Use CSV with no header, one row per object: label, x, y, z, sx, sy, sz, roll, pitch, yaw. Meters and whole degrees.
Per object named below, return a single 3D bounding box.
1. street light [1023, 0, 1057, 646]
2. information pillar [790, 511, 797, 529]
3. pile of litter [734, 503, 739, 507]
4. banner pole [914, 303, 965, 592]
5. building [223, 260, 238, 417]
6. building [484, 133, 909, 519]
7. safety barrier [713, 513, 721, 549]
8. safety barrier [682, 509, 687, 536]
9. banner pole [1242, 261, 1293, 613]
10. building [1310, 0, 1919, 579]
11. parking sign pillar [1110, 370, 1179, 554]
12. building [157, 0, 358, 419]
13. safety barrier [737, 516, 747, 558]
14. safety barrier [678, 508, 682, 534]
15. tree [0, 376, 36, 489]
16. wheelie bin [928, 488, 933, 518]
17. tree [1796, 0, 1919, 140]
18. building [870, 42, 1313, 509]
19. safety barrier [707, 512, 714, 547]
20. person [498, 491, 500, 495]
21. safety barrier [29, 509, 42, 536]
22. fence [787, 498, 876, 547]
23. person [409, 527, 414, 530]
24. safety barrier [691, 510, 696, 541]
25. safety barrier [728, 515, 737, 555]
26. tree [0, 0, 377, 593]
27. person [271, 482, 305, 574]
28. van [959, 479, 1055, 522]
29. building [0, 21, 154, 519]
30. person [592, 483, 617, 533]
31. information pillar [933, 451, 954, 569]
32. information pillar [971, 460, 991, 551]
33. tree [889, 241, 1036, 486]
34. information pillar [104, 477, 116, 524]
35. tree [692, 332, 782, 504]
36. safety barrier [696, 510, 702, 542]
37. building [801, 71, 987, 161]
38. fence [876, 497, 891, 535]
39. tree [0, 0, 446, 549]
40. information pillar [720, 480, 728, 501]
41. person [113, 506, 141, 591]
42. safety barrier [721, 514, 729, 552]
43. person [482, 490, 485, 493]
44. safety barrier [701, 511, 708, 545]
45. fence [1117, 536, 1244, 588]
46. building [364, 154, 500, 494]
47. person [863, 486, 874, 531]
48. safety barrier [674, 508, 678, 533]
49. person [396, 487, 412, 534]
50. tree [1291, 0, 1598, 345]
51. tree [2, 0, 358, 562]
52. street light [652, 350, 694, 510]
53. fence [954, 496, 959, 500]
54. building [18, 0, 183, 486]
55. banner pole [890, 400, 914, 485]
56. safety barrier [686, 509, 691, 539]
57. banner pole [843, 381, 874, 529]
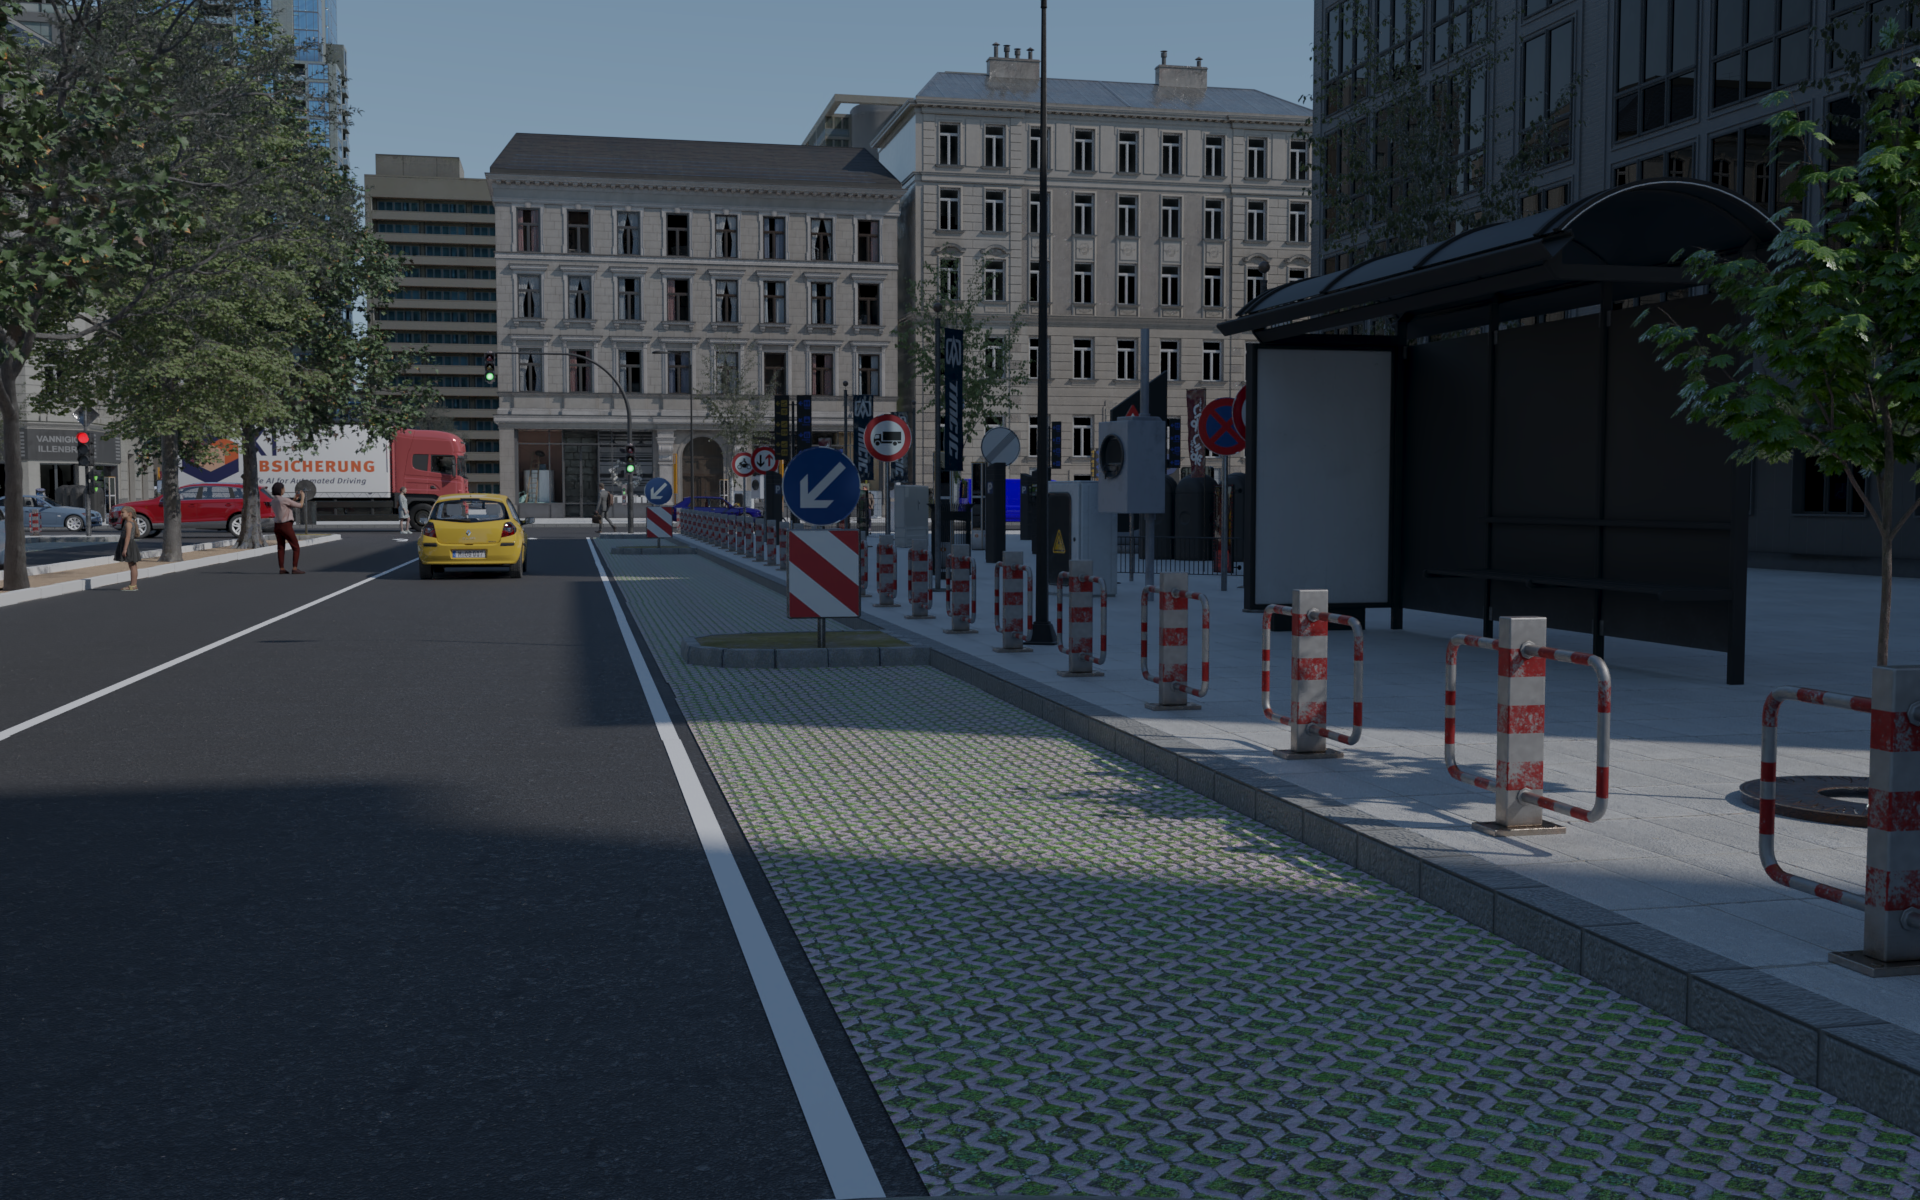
street light,0.172,-2.568,14.534,1.470,5.913,1.316,-1,4,-13
information pillar,-5.171,-3.043,54.238,0.304,2.012,0.304,0,4,-3
pile of litter,-11.129,-4.275,83.862,1.176,0.858,1.719,2,4,29
banner pole,-0.168,-2.015,22.961,0.401,3.779,0.863,2,4,32
building,-74.002,-23.528,156.377,14.160,30.474,14.107,-1,4,-13
building,-23.662,-14.878,94.158,40.483,20.767,10.553,-1,4,-13
safety barrier,-5.486,-1.594,40.344,0.300,0.817,1.120,-1,4,-13
safety barrier,-8.015,-2.282,51.582,0.300,0.817,1.120,-1,4,-13
banner pole,3.344,-1.743,18.516,0.401,3.779,0.863,-1,4,-19
building,18.019,-14.724,34.249,14.314,27.812,24.014,-1,4,-13
parking sign pillar,3.837,-3.016,37.776,1.447,3.967,1.447,-1,4,-18
building,-99.720,-56.992,244.493,31.000,86.520,22.319,-1,4,-13
safety barrier,-4.217,-1.250,34.714,0.300,0.817,1.120,-1,4,-13
safety barrier,-8.438,-2.397,53.467,0.300,0.817,1.120,-1,4,-13
tree,-45.032,-7.903,79.568,4.360,8.622,3.978,0,3,0
wheelie bin,-1.533,-5.125,91.703,0.693,1.594,0.980,2,4,33
tree,9.529,-3.988,15.558,4.360,8.622,3.978,0,3,0
building,8.141,-18.640,102.023,25.104,27.353,12.463,-1,4,-13
safety barrier,-5.906,-1.709,42.214,0.300,0.817,1.120,-1,4,-13
person,-40.261,-8.729,151.898,1.217,1.739,0.721,-2,4,-33
safety barrier,-28.234,-2.362,52.889,0.300,0.817,1.120,-1,4,-13
fence,-3.240,-1.882,41.973,2.264,1.192,0.480,1,4,20
person,-21.733,-3.236,69.702,0.859,0.850,0.655,2,4,31
safety barrier,-7.172,-2.052,47.833,0.300,0.817,1.120,-1,4,-13
safety barrier,-4.636,-1.365,36.585,0.300,0.817,1.120,-1,4,-13
tree,-13.858,-6.861,25.012,12.009,13.543,11.850,0,3,0
person,-12.034,-1.290,31.043,0.566,1.644,0.517,-1,4,-23
van,2.579,-3.971,69.304,5.245,2.365,2.240,-1,4,-12
building,-65.853,-19.002,87.094,44.131,29.872,17.030,-1,4,-13
person,-12.937,-3.335,62.985,0.822,1.834,0.622,1,4,20
information pillar,-0.304,-1.544,29.734,0.304,2.012,0.304,0,4,-6
information pillar,0.457,-2.140,39.475,0.304,2.012,0.304,2,4,32
tree,-0.022,-6.190,51.564,4.737,8.622,4.395,0,3,0
information pillar,-36.419,-4.266,74.245,0.304,2.012,0.304,2,4,27
tree,-10.280,-7.904,79.594,4.360,8.622,3.978,0,3,0
safety barrier,-6.747,-1.938,45.962,0.300,0.817,1.120,-1,4,-13
building,-1.240,-28.858,163.703,32.217,40.220,23.993,-1,4,-13
fence,-2.717,-2.286,48.577,2.264,1.192,0.480,3,5,41
tree,-18.575,-7.683,45.077,9.611,12.733,9.660,0,3,0
information pillar,-11.996,-5.109,88.027,0.304,2.012,0.304,2,4,34
person,-12.369,-0.768,25.726,0.373,1.253,0.362,-1,4,-17
safety barrier,-5.060,-1.479,38.464,0.300,0.817,1.120,-1,4,-13
person,-46.540,-9.828,169.271,1.350,1.814,0.705,3,5,42
safety barrier,-6.327,-1.824,44.091,0.300,0.817,1.120,-1,4,-13
fence,3.041,-0.540,24.201,2.069,0.683,0.278,2,4,30
building,-73.639,-38.362,250.913,21.600,48.544,21.300,-1,4,-13
person,-3.763,-3.579,67.552,0.617,1.759,0.750,2,4,31
safety barrier,-8.857,-2.512,55.341,0.300,0.817,1.120,-1,4,-13
person,-20.165,-3.256,62.740,0.522,1.701,0.512,0,4,-7
tree,6.393,-4.489,23.758,4.360,8.622,3.978,0,3,0
tree,-16.790,-7.089,36.487,7.486,12.596,7.792,0,3,0
street light,-9.255,-5.117,56.209,1.470,5.913,1.316,-1,4,-13
fence,-0.510,-4.650,87.229,0.480,1.192,2.264,2,4,29
building,-70.762,-28.058,142.337,14.154,41.232,14.086,-1,4,-13
banner pole,-1.462,-3.446,46.355,0.863,3.779,0.401,0,4,-2
safety barrier,-7.590,-2.167,49.711,0.300,0.817,1.120,-1,4,-13
banner pole,-2.300,-2.958,38.378,0.863,3.779,0.401,-1,4,-12
